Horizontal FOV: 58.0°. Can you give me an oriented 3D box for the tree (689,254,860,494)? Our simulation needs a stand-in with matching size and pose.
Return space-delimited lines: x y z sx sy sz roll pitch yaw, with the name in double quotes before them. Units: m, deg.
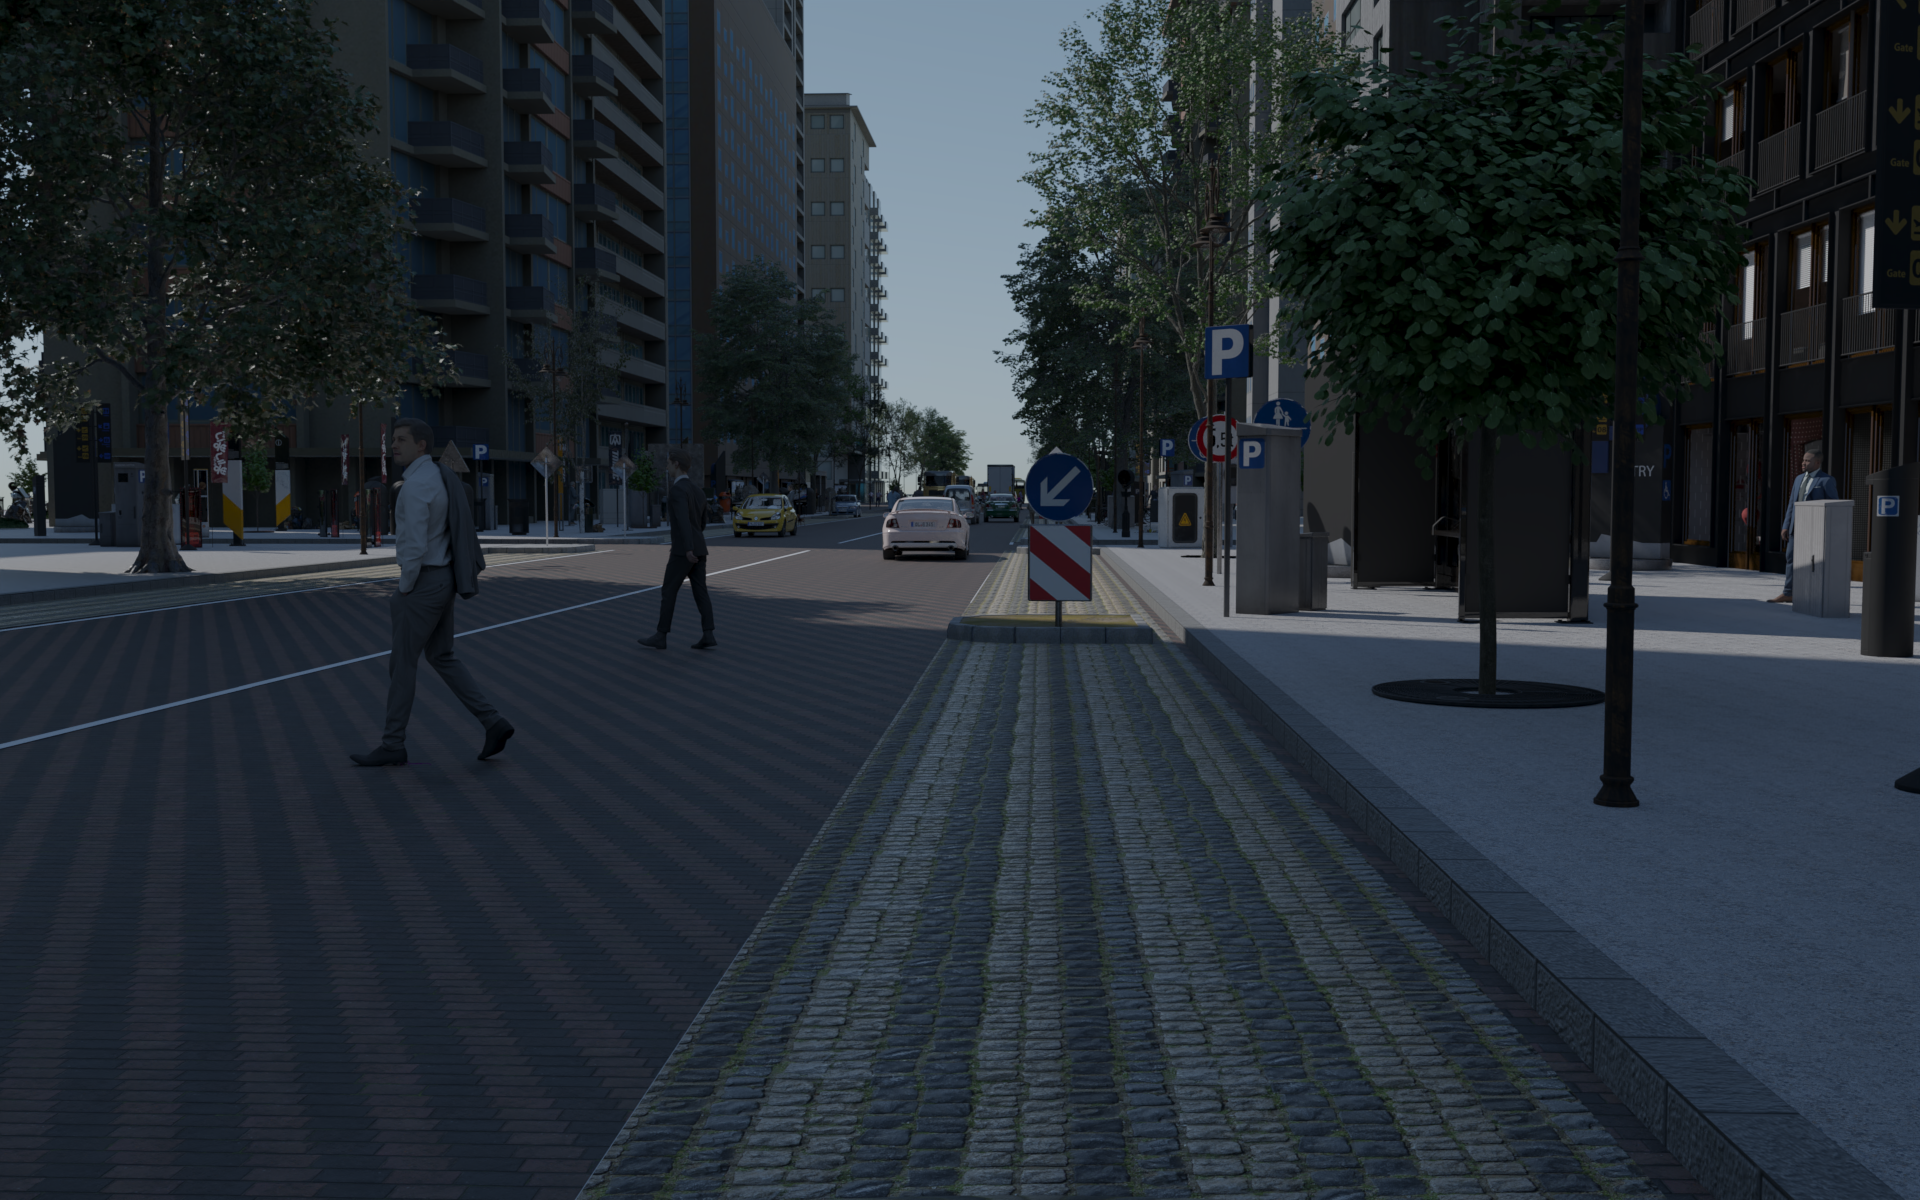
"tree" -9.850 -11.327 91.848 9.857 13.997 8.962 0 3 0

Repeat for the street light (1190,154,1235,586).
"street light" 3.476 -3.134 24.032 0.468 5.910 1.993 0 4 3

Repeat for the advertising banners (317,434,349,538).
"advertising banners" -18.436 -3.352 50.986 2.074 3.025 0.090 3 5 45

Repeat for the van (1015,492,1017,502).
"van" 6.593 -13.371 225.624 2.013 2.044 4.112 0 4 3

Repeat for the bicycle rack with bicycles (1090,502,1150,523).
"bicycle rack with bicycles" 7.709 -4.428 85.786 2.852 0.926 2.925 -3 4 -38

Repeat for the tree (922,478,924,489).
"tree" -3.969 -15.777 241.670 4.285 4.588 4.351 0 3 0

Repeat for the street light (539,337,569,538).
"street light" -11.932 -4.784 51.001 0.468 5.910 1.993 0 4 3

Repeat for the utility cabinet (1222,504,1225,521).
"utility cabinet" 12.070 -4.418 80.919 0.318 1.500 1.173 -3 4 -38

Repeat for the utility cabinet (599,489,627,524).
"utility cabinet" -14.789 -3.985 73.829 1.173 1.500 0.318 -3 5 -44

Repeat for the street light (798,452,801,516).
"street light" -9.479 -7.902 101.990 0.468 5.910 1.993 0 4 3

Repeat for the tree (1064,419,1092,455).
"tree" 10.649 -13.035 163.476 4.737 8.622 4.395 0 3 0

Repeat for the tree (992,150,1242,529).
"tree" 6.019 -9.603 63.665 9.857 13.997 8.962 0 3 0

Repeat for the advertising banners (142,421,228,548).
"advertising banners" -18.323 -2.749 41.136 2.074 3.025 0.090 -3 5 -41

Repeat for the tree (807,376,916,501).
"tree" -8.134 -12.445 137.884 8.767 10.594 7.601 0 4 -2

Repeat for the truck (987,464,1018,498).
"truck" 4.080 -10.996 168.690 2.839 4.237 11.283 0 4 3

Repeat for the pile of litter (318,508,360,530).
"pile of litter" -22.199 -2.999 62.993 1.176 0.858 1.719 1 4 20

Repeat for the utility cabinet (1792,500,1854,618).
"utility cabinet" 9.141 -0.442 18.384 0.306 1.237 1.020 1 4 10

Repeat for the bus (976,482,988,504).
"bus" 4.140 -15.696 251.494 2.948 3.499 13.247 0 4 5

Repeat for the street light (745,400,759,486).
"street light" -10.192 -6.870 85.104 0.468 5.910 1.993 0 4 3

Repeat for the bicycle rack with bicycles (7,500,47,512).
"bicycle rack with bicycles" -55.655 -5.575 104.536 2.925 0.926 2.852 2 4 35

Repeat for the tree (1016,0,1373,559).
"tree" 4.871 -6.649 34.470 9.928 11.665 9.643 0 3 0

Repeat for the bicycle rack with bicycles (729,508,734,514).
"bicycle rack with bicycles" -15.262 -5.894 109.753 2.852 0.926 2.925 1 4 16

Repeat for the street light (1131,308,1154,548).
"street light" 4.326 -4.189 41.278 0.468 5.910 1.993 0 4 3

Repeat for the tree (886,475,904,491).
"tree" -6.525 -11.062 175.467 1.663 3.219 1.824 0 3 0

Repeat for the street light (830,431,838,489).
"street light" -8.623 -8.922 118.660 0.468 5.910 1.993 0 4 3

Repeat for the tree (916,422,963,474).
"tree" -4.007 -17.284 217.005 7.601 10.594 8.767 3 5 40

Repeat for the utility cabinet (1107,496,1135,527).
"utility cabinet" 6.248 -3.425 67.155 1.020 1.237 0.306 0 4 -5

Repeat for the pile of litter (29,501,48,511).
"pile of litter" -65.004 -6.573 121.440 1.719 0.858 1.176 -2 4 -32

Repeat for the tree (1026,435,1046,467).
"tree" 15.637 -22.253 274.209 12.009 13.543 11.850 0 3 0

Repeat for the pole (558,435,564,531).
"pole" -13.896 -4.062 60.257 0.158 3.312 0.155 0 3 0

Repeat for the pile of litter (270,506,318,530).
"pile of litter" -24.075 -2.988 62.825 1.719 0.858 1.176 0 4 -2

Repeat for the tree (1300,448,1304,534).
"tree" 10.952 -3.626 53.895 1.663 3.219 1.824 0 3 0

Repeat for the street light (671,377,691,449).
"street light" -11.002 -5.850 68.433 0.468 5.910 1.993 0 4 3

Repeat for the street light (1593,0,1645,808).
"street light" 2.715 -2.092 6.987 0.468 5.910 1.993 0 4 3

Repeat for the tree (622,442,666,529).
"tree" -11.752 -4.296 64.848 1.663 3.219 1.824 0 3 0

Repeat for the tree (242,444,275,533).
"tree" -23.382 -3.863 57.766 1.663 3.219 1.824 0 3 0

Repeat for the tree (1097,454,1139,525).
"tree" 6.396 -4.721 71.793 1.663 3.219 1.824 0 3 0

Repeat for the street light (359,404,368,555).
"street light" -12.638 -3.898 36.526 0.468 5.910 1.993 0 4 3

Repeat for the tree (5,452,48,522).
"tree" -42.862 -5.224 80.021 1.663 3.219 1.824 0 3 0

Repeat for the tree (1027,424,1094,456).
"tree" 11.883 -15.797 192.685 8.767 10.594 7.601 -3 4 -38

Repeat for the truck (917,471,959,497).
"truck" -1.626 -9.237 146.944 3.469 3.379 9.791 0 4 3

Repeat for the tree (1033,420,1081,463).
"tree" 14.430 -19.890 242.215 9.611 12.733 9.660 0 3 0

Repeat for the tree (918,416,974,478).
"tree" -2.854 -20.424 252.059 7.486 12.596 7.792 0 3 0

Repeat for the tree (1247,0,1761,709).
"tree" 3.405 -1.667 10.975 4.285 4.588 4.351 0 3 0

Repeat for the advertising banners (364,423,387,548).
"advertising banners" -14.148 -2.799 41.951 0.090 3.025 2.074 0 4 -3

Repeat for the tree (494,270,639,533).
"tree" -12.580 -6.484 56.380 4.360 8.622 3.978 0 3 0

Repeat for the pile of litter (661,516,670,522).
"pile of litter" -13.493 -4.071 80.526 1.176 0.858 1.719 0 4 -8

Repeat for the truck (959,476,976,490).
"truck" 0.089 -11.483 183.664 3.469 3.379 9.791 0 4 3

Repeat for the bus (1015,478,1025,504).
"bus" 8.530 -16.543 262.027 2.896 3.916 12.252 0 4 1

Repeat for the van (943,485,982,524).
"van" 0.039 -4.653 83.087 2.013 2.044 4.112 0 4 4
